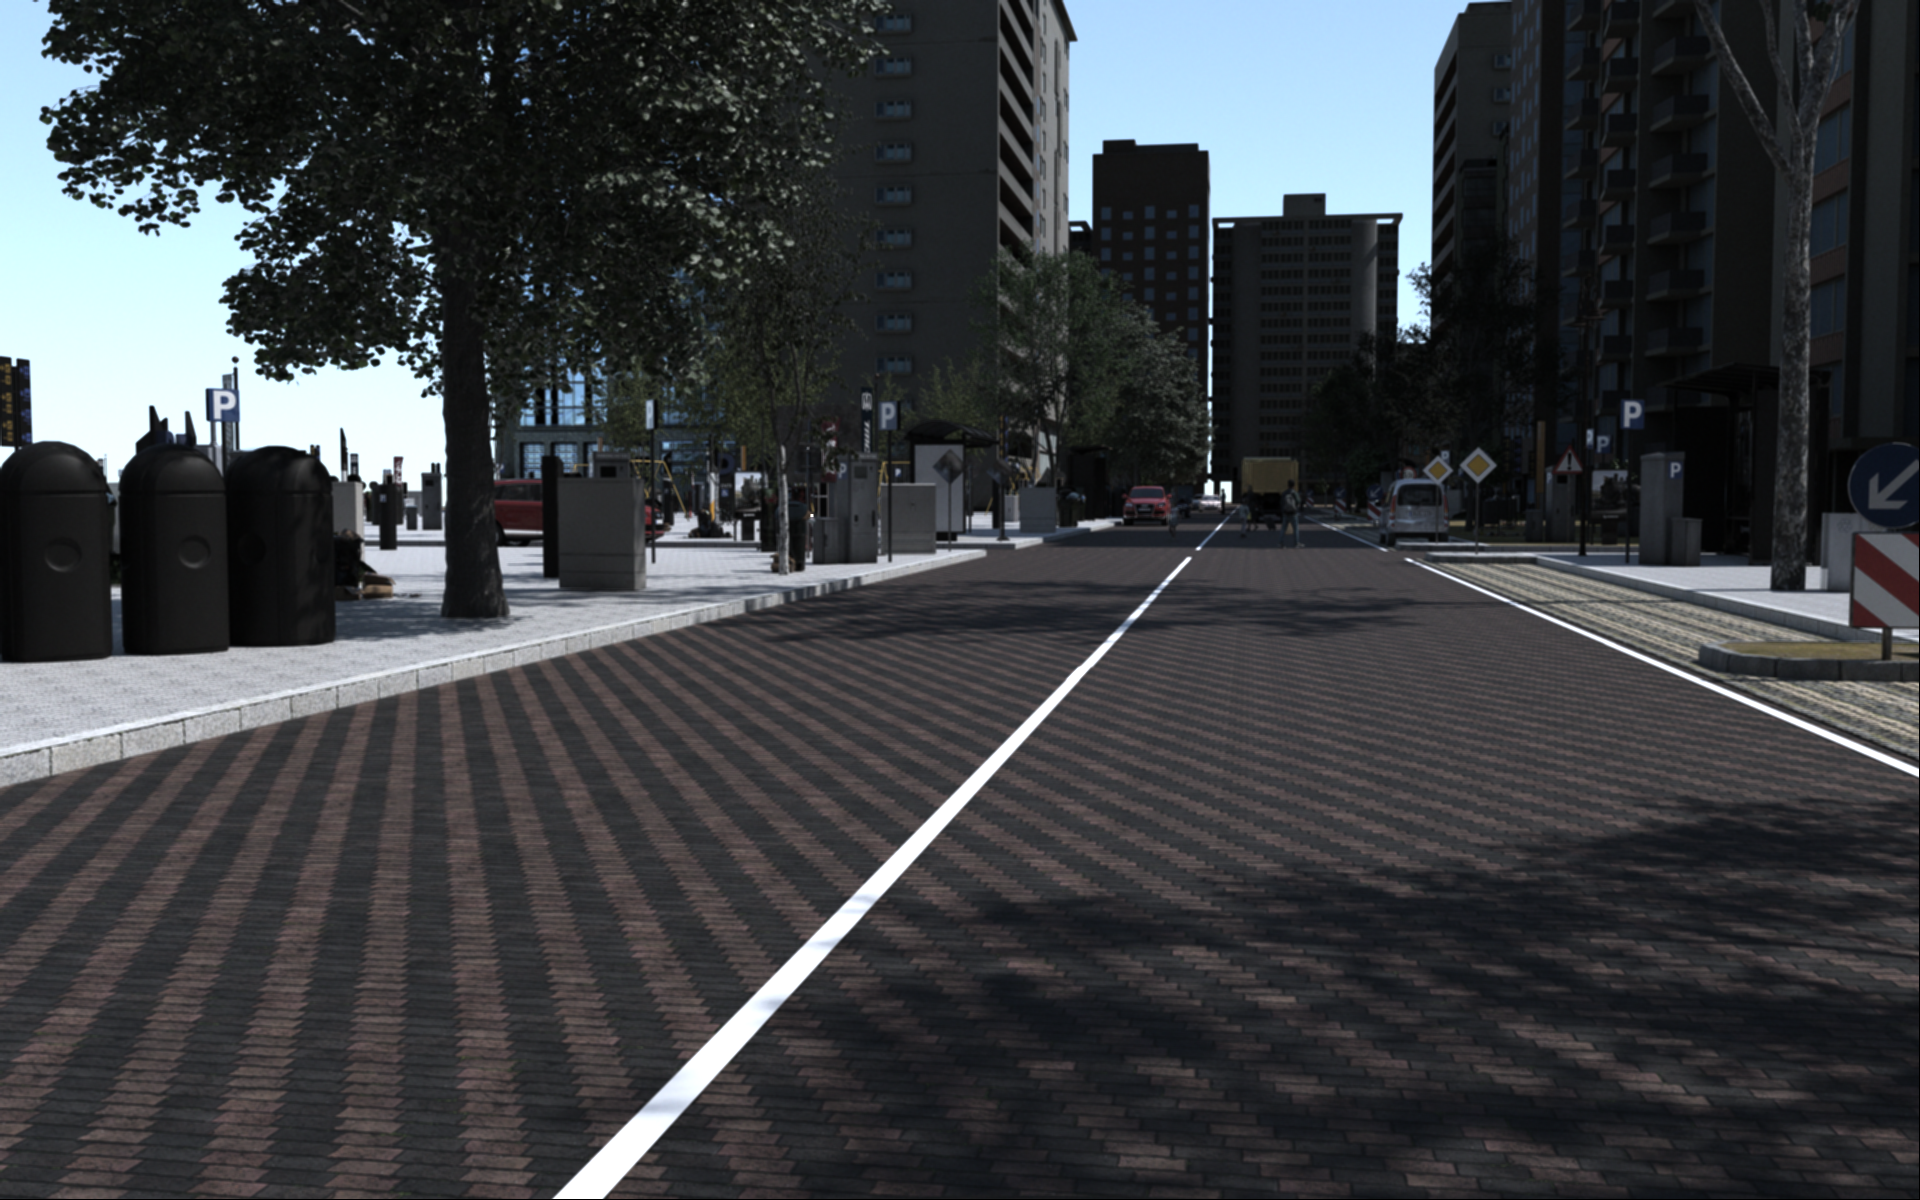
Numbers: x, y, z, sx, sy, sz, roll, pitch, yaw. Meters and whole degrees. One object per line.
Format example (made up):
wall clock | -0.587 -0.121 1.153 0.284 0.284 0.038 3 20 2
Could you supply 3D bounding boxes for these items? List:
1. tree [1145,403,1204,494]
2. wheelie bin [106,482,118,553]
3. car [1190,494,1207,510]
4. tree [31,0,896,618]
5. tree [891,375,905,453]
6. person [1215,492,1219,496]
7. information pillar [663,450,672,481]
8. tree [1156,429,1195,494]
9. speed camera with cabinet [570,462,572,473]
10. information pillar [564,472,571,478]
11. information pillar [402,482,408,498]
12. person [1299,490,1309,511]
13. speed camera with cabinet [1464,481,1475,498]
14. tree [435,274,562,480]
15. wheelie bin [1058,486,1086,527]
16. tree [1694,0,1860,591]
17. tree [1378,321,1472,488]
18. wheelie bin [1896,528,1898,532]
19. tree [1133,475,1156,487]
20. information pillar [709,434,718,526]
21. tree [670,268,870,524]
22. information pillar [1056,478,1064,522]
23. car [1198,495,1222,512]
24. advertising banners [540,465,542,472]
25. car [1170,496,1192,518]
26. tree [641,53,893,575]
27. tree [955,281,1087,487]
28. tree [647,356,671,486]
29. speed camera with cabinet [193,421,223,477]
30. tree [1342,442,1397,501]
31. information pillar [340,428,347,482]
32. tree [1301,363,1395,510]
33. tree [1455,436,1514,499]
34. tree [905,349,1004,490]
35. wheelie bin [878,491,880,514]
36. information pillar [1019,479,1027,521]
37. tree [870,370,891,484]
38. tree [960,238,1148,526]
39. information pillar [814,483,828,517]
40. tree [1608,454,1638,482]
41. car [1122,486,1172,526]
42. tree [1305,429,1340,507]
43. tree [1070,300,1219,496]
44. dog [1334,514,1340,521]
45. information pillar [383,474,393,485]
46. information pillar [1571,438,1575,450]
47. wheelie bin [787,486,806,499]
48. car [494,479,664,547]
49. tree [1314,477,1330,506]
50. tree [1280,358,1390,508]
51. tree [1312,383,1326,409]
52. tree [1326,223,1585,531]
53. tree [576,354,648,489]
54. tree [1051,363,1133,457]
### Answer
tree | 21.163 -14.810 176.550 7.601 10.594 8.767 -1 4 -12
wheelie bin | -15.872 -1.453 31.657 0.980 1.594 0.693 1 4 12
car | 21.369 -8.626 153.032 2.014 1.417 4.499 1 4 11
tree | -5.053 -6.793 17.726 9.857 13.997 8.962 0 3 0
tree | -0.858 -9.010 97.668 4.737 8.622 4.395 0 3 0
person | 28.963 -11.361 195.176 0.541 1.710 0.530 1 4 11
information pillar | -15.401 -6.114 91.321 0.504 3.616 0.183 -3 4 -36
tree | 20.301 -13.148 165.335 4.737 8.622 4.395 0 3 0
speed camera with cabinet | -24.287 -6.835 106.082 0.660 3.252 2.038 -3 4 -38
information pillar | -13.347 -3.322 58.810 0.304 2.012 0.304 -1 4 -11
information pillar | -34.034 -6.216 106.118 0.304 2.012 0.304 -2 4 -34
person | 28.338 -8.170 142.610 0.750 1.759 0.617 -1 4 -14
speed camera with cabinet | 32.407 -7.225 112.458 2.038 3.252 0.660 1 4 12
tree | -14.239 -6.280 53.038 4.360 8.622 3.978 0 3 0
wheelie bin | 4.165 -3.602 66.800 0.980 1.594 0.693 2 4 28
tree | 10.072 -10.262 23.675 12.611 20.169 13.585 0 3 0
tree | 19.689 -7.510 73.145 4.360 8.622 3.978 0 3 0
wheelie bin | 25.651 -2.457 48.088 0.693 1.594 0.980 -1 4 -21
tree | 14.055 -8.416 132.210 1.663 3.219 1.824 0 3 0
information pillar | -9.602 -4.655 67.459 0.183 3.616 0.504 2 4 27
tree | -6.104 -6.483 56.358 4.737 8.622 4.395 0 3 0
information pillar | 4.591 -4.610 79.873 0.304 2.012 0.304 1 4 15
car | 20.108 -7.739 138.897 2.083 1.381 4.827 0 4 8
advertising banners | -23.955 -6.540 103.113 2.074 3.025 0.090 0 4 4
car | 13.086 -5.653 105.014 1.945 1.354 3.894 1 4 9
tree | -2.888 -4.689 27.026 4.360 8.622 3.978 0 3 0
tree | 2.296 -6.685 59.655 4.360 8.622 3.978 0 3 0
tree | -9.035 -6.934 63.735 4.737 8.622 4.395 0 3 0
speed camera with cabinet | -14.061 -2.373 33.132 0.660 3.252 2.038 0 4 7
tree | 24.694 -7.396 104.634 4.285 4.588 4.351 0 3 0
information pillar | -21.786 -4.275 61.250 0.183 3.616 0.504 0 4 -6
tree | 30.612 -12.861 136.025 9.928 11.665 9.643 0 3 0
tree | 29.451 -6.928 96.993 4.285 4.588 4.351 0 3 0
tree | 0.298 -8.412 87.899 4.737 8.622 4.395 0 3 0
wheelie bin | -4.876 -6.291 110.768 0.980 1.594 0.693 2 4 29
information pillar | 3.033 -4.819 83.286 0.304 2.012 0.304 3 5 41
tree | -4.855 -9.289 102.241 4.737 8.622 4.395 0 3 0
tree | 3.793 -8.813 69.850 9.928 11.665 9.643 0 3 0
information pillar | -3.807 -2.627 47.444 0.304 2.012 0.304 -2 4 -29
tree | 31.545 -5.443 83.596 1.663 3.219 1.824 0 3 0
car | 8.637 -4.351 79.817 2.281 1.827 5.304 1 4 9
tree | 37.525 -13.957 178.553 4.737 8.622 4.395 0 3 0
tree | 11.689 -12.616 112.935 9.857 13.997 8.962 0 3 0
dog | 19.836 -4.324 90.889 0.748 0.427 0.550 -2 4 -30
information pillar | -21.377 -3.687 64.781 0.304 2.012 0.304 -3 4 -39
information pillar | 25.437 -4.934 72.022 0.183 3.616 0.504 1 4 10
wheelie bin | -6.355 -3.700 68.395 0.980 1.594 0.693 -1 4 -11
car | -10.074 -2.131 43.519 5.304 1.827 2.281 0 4 8
tree | 39.965 -12.056 191.719 1.663 3.219 1.824 0 3 0
tree | 33.903 -14.997 155.575 12.009 13.543 11.850 0 3 0
tree | 22.770 -9.535 90.314 8.767 10.594 7.601 0 4 7
tree | 17.801 -7.629 59.145 7.601 10.594 8.767 0 4 -8
tree | -13.863 -7.531 73.490 4.737 8.622 4.395 0 3 0
tree | 7.234 -8.793 94.122 4.737 8.622 4.395 0 3 0
